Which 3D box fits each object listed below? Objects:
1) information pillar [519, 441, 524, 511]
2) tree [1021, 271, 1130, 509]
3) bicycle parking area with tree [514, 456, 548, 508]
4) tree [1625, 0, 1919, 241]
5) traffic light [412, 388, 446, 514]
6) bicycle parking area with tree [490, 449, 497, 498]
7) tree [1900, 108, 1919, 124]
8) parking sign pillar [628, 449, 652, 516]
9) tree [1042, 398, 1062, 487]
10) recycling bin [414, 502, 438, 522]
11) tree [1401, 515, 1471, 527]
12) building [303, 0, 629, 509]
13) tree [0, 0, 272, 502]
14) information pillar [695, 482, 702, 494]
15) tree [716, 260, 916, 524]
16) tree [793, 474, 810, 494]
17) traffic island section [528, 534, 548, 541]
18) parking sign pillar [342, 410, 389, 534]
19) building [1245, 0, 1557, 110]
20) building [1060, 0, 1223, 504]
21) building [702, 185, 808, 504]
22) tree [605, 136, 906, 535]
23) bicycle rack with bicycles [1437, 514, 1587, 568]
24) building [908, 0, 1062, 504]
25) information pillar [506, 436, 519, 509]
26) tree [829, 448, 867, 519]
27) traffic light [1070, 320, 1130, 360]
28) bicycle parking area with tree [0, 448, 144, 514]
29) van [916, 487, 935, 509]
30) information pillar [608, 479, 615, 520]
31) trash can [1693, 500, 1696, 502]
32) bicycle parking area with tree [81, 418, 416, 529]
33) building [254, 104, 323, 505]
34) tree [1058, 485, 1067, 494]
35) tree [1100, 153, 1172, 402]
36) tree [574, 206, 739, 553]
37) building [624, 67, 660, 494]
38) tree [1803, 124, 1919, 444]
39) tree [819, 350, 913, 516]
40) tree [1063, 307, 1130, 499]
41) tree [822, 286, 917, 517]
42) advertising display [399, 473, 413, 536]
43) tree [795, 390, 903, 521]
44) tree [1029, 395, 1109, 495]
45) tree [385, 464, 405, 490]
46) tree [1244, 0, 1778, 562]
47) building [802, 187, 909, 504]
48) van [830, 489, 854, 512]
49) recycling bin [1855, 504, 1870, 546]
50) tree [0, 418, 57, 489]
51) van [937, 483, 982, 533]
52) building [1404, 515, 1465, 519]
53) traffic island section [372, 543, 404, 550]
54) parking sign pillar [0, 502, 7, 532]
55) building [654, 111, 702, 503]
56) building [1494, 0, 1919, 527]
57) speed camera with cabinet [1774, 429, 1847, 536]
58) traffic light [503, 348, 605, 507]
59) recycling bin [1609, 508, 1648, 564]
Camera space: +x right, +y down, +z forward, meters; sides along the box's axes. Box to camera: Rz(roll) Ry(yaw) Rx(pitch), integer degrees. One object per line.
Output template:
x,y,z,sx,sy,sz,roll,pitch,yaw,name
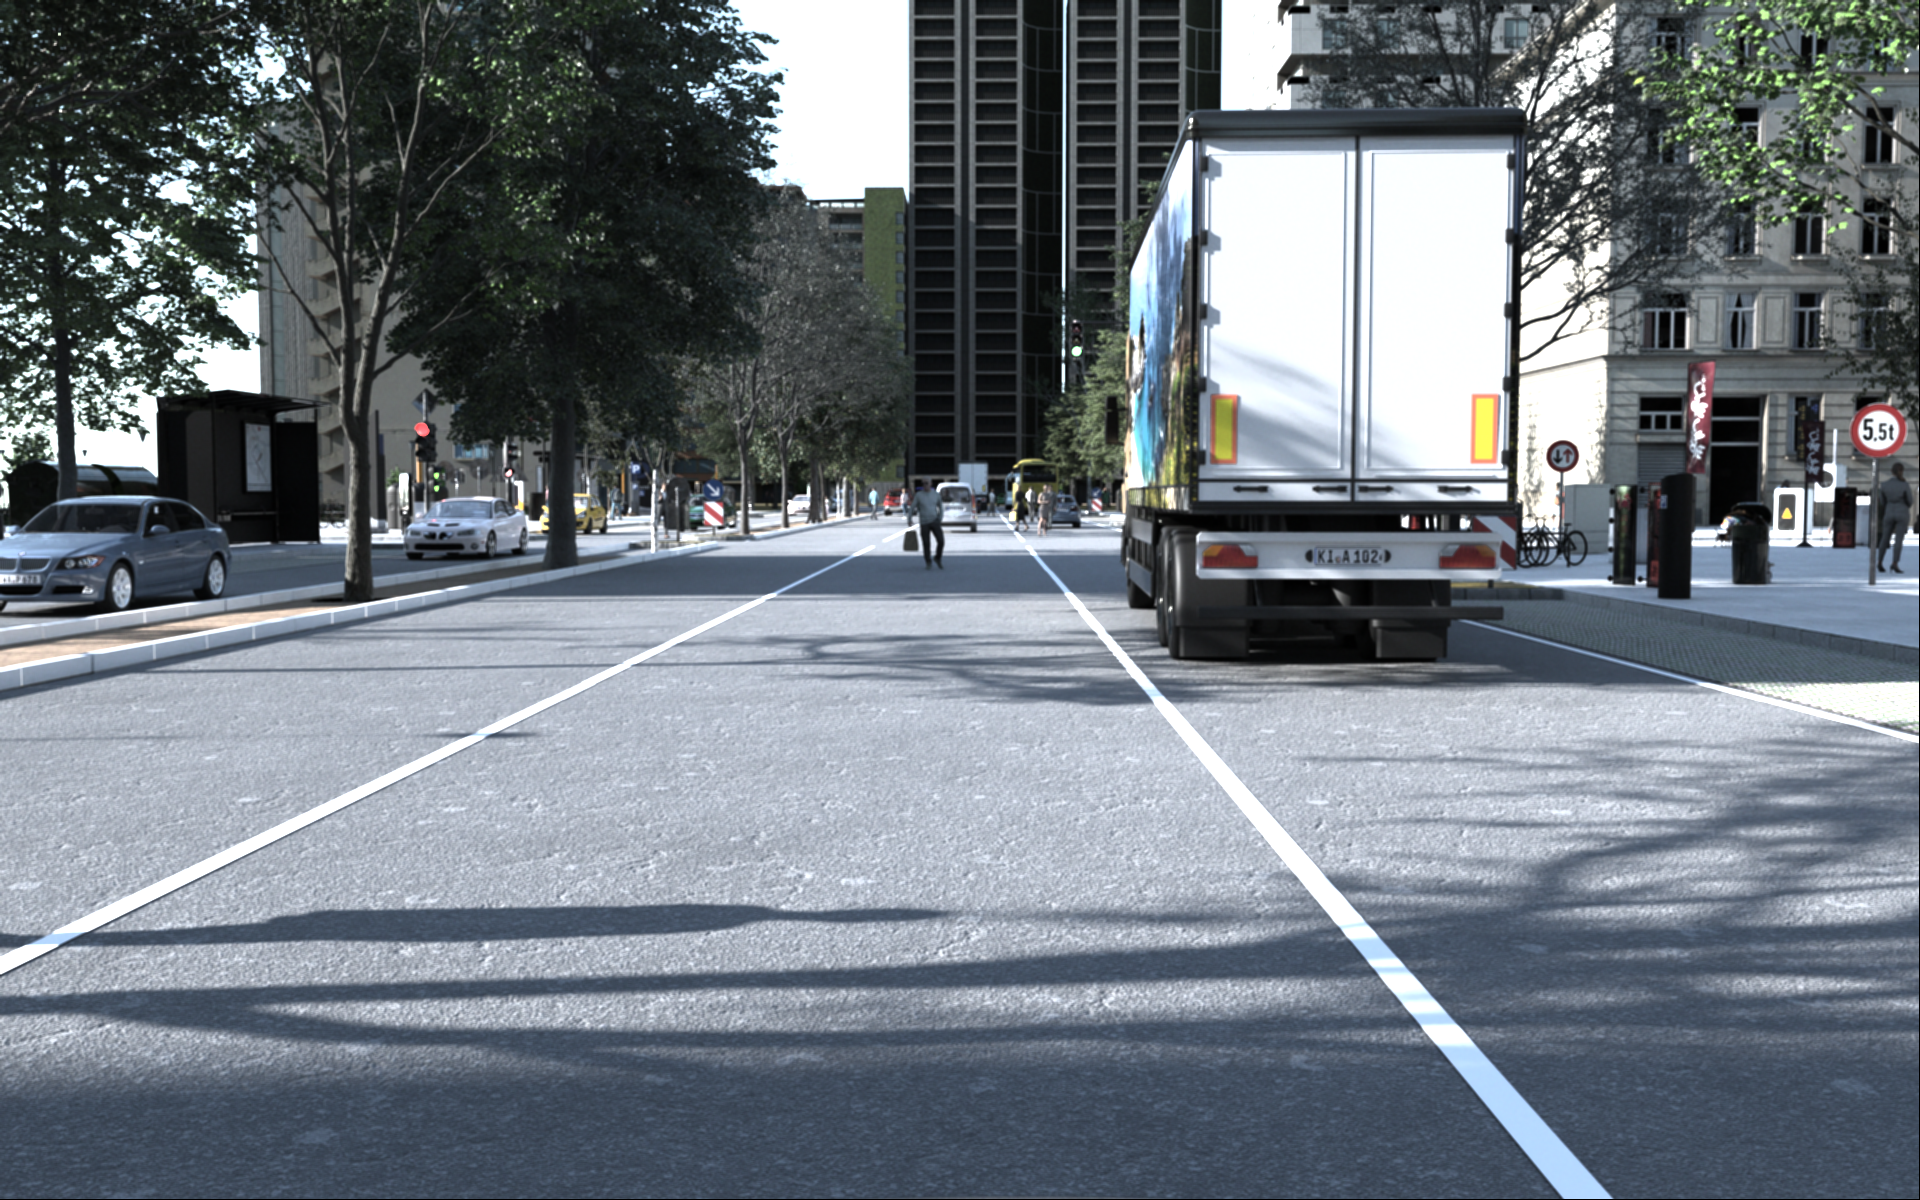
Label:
-19.449,-5.206,76.471,0.504,3.616,0.183,3,4,36,information pillar
11.483,-17.677,144.915,12.611,20.169,13.585,0,3,0,tree
-28.938,-7.757,113.822,9.016,4.147,8.231,3,5,40,bicycle parking area with tree
9.880,-5.491,15.539,9.928,11.665,9.643,0,3,0,tree
-14.104,-3.483,45.876,0.839,4.253,0.868,0,4,1,traffic light
-31.699,-6.628,95.378,9.016,4.147,8.231,-3,5,-44,bicycle parking area with tree
18.290,-4.883,30.193,4.360,8.622,3.978,0,3,0,tree
-19.054,-7.020,103.245,1.447,3.967,1.447,-2,4,-30,parking sign pillar
12.039,-15.755,175.714,7.486,12.596,7.792,0,3,0,tree
-17.293,-2.672,56.242,0.722,1.027,0.722,0,4,-6,recycling bin
19.726,-7.146,67.197,4.737,8.622,4.395,0,3,0,tree
-39.788,-31.569,139.849,21.300,48.544,21.600,0,4,1,building
-16.891,-6.989,32.391,7.486,12.596,7.792,0,3,0,tree
-15.888,-6.172,105.405,0.304,2.012,0.304,3,5,42,information pillar
-6.980,-9.986,82.737,9.611,12.733,9.660,0,3,0,tree
-15.414,-10.519,166.593,1.663,3.219,1.824,0,3,0,tree
-14.041,-1.940,53.996,2.009,0.180,2.903,0,4,1,traffic island section
-19.237,-4.128,55.961,1.447,3.967,1.447,1,4,20,parking sign pillar
39.249,-34.046,145.892,28.713,52.752,27.495,0,4,1,building
24.881,-48.749,235.296,20.611,71.187,20.563,0,4,1,building
-35.440,-35.644,237.400,28.867,44.769,22.147,0,4,1,building
-7.415,-8.961,59.340,12.009,13.543,11.850,0,3,0,tree
9.852,-1.079,31.017,2.925,0.926,2.852,-1,4,-9,bicycle rack with bicycles
3.647,-48.718,234.794,20.611,71.187,20.563,0,4,1,building
-18.075,-4.788,69.631,0.183,3.616,0.504,-3,5,-43,information pillar
-6.904,-8.930,98.827,4.737,8.622,4.395,0,3,0,tree
5.263,-4.332,45.500,4.771,5.953,1.251,0,4,1,traffic light
-58.736,-7.578,110.903,8.231,4.147,9.016,1,4,12,bicycle parking area with tree
-3.263,-9.898,166.214,2.240,2.365,5.245,0,4,2,van
-16.971,-4.882,84.308,0.304,2.012,0.304,-1,4,-20,information pillar
17.871,-1.920,43.041,0.748,1.137,0.748,0,3,0,trash can
-26.043,-4.667,63.307,9.016,4.147,8.231,2,4,28,bicycle parking area with tree
-65.119,-30.631,184.409,14.086,41.232,14.154,0,4,1,building
12.247,-12.961,206.514,1.663,3.219,1.824,0,3,0,tree
9.842,-9.507,62.102,9.857,13.997,8.962,0,3,0,tree
-7.307,-5.419,41.426,4.360,8.622,3.978,0,3,0,tree
-35.827,-29.015,157.983,14.154,41.232,14.086,0,4,1,building
20.681,-5.308,37.145,4.360,8.622,3.978,0,3,0,tree
-7.017,-11.906,115.248,7.486,12.596,7.792,0,3,0,tree
10.808,-11.039,98.609,7.486,12.596,7.792,0,3,0,tree
-7.051,-12.070,106.451,9.857,13.997,8.962,0,3,0,tree
-17.027,-2.937,53.232,0.123,1.923,0.974,-2,4,-33,advertising display
-7.162,-9.481,91.891,8.767,10.594,7.601,0,4,1,tree
12.064,-16.923,193.702,9.611,12.733,9.660,0,3,0,tree
-36.541,-7.191,112.175,1.663,3.219,1.824,0,3,0,tree
9.961,-7.487,32.780,12.009,13.543,11.850,0,3,0,tree
-14.025,-33.582,232.665,14.086,41.232,14.154,0,4,1,building
-9.451,-8.155,140.338,2.013,2.044,4.112,0,4,2,van
22.371,-1.856,42.899,0.722,1.027,0.722,-3,5,-43,recycling bin
-23.870,-3.032,44.175,1.663,3.219,1.824,0,3,0,tree
-0.183,-3.579,65.521,2.013,2.044,4.112,0,4,0,van
29.486,-15.752,108.451,10.553,20.767,40.483,0,4,1,building
-14.144,-1.451,46.011,2.009,0.180,2.903,0,4,1,traffic island section
-32.772,-4.248,57.924,1.447,3.967,1.447,1,4,21,parking sign pillar
-43.381,-32.082,179.161,28.867,44.769,22.147,0,4,1,building
39.500,-14.732,74.151,30.059,22.955,16.112,0,4,1,building
26.243,-3.617,53.473,0.660,3.252,2.038,-2,4,-29,speed camera with cabinet
-11.908,-4.844,53.868,4.771,5.953,1.251,0,4,1,traffic light
12.407,-1.183,31.895,0.722,1.027,0.722,0,4,7,recycling bin
